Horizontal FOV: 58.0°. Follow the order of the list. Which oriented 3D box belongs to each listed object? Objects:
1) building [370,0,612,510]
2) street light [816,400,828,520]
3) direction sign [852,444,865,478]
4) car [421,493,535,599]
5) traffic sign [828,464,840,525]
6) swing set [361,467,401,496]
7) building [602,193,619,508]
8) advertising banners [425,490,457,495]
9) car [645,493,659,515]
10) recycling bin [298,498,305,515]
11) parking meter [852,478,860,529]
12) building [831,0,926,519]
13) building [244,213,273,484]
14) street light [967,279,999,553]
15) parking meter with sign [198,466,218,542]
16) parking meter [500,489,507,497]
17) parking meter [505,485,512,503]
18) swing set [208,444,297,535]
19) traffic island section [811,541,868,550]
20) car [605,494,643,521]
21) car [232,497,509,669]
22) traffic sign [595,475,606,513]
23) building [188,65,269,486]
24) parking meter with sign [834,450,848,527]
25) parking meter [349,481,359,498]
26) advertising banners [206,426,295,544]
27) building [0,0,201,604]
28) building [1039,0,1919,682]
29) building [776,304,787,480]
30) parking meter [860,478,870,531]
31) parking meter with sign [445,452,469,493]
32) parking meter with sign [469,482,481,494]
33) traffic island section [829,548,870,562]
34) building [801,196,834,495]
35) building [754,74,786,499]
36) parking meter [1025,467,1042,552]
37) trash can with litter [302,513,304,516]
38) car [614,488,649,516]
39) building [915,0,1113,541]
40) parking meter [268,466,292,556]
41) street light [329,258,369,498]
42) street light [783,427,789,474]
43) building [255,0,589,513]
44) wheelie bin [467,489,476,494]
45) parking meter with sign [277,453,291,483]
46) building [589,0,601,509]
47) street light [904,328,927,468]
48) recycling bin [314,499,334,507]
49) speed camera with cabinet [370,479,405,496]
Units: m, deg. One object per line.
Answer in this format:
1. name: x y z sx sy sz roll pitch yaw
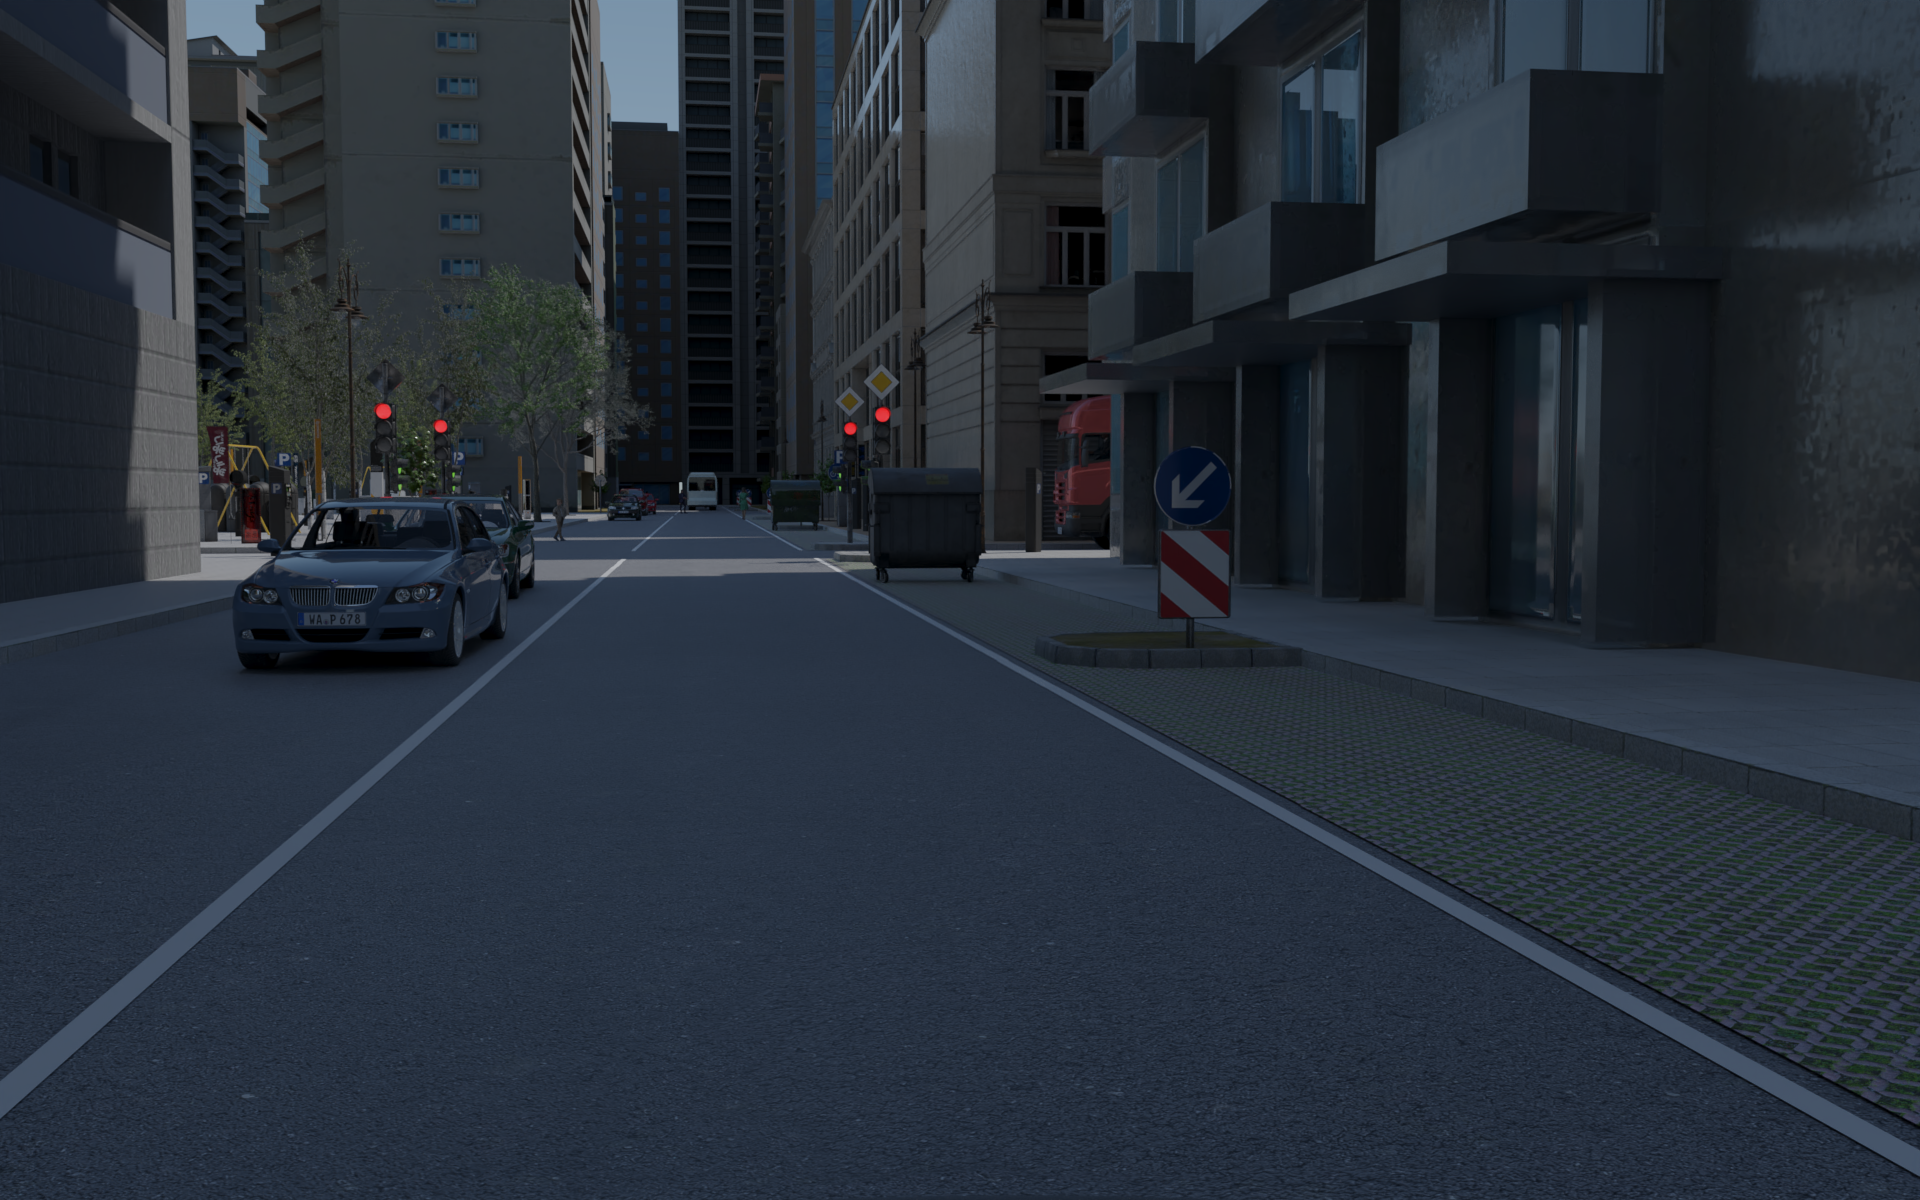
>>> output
1. building: -47.143 -33.987 179.392 21.600 48.544 21.300 -1 4 -9
2. street light: -6.686 -6.803 84.018 0.468 5.910 1.993 -1 4 -9
3. direction sign: -4.704 -5.315 78.894 0.876 3.537 0.379 -3 4 -36
4. car: -7.186 -0.807 24.994 2.131 1.459 4.920 -1 4 -10
5. traffic sign: -5.016 -4.334 70.966 0.768 2.556 0.104 0 4 -3
6. swing set: -32.818 -6.214 99.215 3.119 2.851 2.862 1 4 22
7. building: -39.054 -23.718 159.488 14.160 30.474 14.107 -1 4 -9
8. advertising banners: -18.708 -3.983 61.306 2.074 3.025 0.090 1 4 19
9. car: -22.258 -6.888 121.664 2.155 1.783 4.494 -1 4 -10
10. recycling bin: -40.558 -5.733 106.284 0.722 1.027 0.722 -1 4 -14
11. parking meter: -3.824 -3.526 63.354 0.399 1.863 0.255 2 4 33
12. building: 4.760 -17.089 83.918 19.350 26.468 34.151 -1 4 -9
13. building: -65.268 -24.997 180.407 14.107 30.474 14.160 -1 4 -9
14. street light: 0.488 -3.952 37.401 0.468 5.910 1.993 -1 4 -9
15. parking meter with sign: -20.684 -3.102 46.972 1.738 3.016 0.543 3 5 43
16. parking meter: -23.820 -5.016 90.428 0.372 1.533 0.369 0 3 0
17. parking meter: -29.665 -6.605 113.704 0.399 1.863 0.255 0 4 2
18. swing set: -23.035 -3.527 55.282 2.862 2.851 3.119 0 4 -2
19. traffic island section: -2.865 -1.417 45.454 2.009 0.180 2.903 -1 4 -9
20. car: -18.158 -5.139 93.804 2.009 1.686 4.222 -1 4 -9
21. car: -5.220 -0.233 15.810 2.014 1.417 4.499 0 4 -7
22. traffic sign: -23.994 -7.061 115.545 0.768 2.556 0.104 0 4 1
23. building: -79.444 -32.304 178.277 14.200 45.320 14.600 -1 4 -9
24. parking meter with sign: -4.615 -4.396 68.137 0.543 3.016 1.738 0 4 -8
25. parking meter: -28.070 -4.560 80.270 0.399 1.863 0.255 -2 4 -31
26. advertising banners: -18.332 -2.973 44.793 2.074 3.025 0.090 -2 4 -27
27. building: -25.639 -29.244 20.147 28.212 58.520 21.231 -1 4 -9
28. building: 14.364 -24.635 22.392 23.786 49.044 30.456 -1 4 -9
29. building: -1.790 -18.892 153.926 27.650 21.520 28.899 -1 4 -9
30. parking meter: -3.133 -3.297 59.624 0.399 1.863 0.255 -3 5 -45
31. parking meter with sign: -20.620 -4.529 70.309 0.543 3.016 1.738 0 4 4
32. parking meter with sign: -31.228 -7.048 111.495 1.738 3.016 0.543 -2 4 -33
33. traffic island section: -1.674 -0.934 37.558 2.009 0.180 2.903 -1 4 -9
34. building: -3.696 -16.790 110.675 11.583 22.565 21.152 -1 4 -9
35. building: -10.123 -32.202 181.119 22.147 44.769 28.867 -1 4 -9
36. parking meter: 1.624 -1.988 38.213 0.255 1.863 0.399 2 4 25
37. trash can with litter: -38.655 -5.666 103.693 2.233 1.210 1.678 -1 4 -11
38. car: -21.772 -6.498 114.915 2.281 1.827 5.304 -1 4 -8
39. building: 13.917 -13.596 55.573 30.059 22.955 16.112 -1 4 -9
40. parking meter: -14.034 -1.839 35.780 0.399 1.863 0.255 0 4 6
41. street light: -11.985 -3.750 34.103 0.468 5.910 1.993 -1 4 -9
42. street light: -12.036 -8.979 119.601 0.468 5.910 1.993 -1 4 -9
43. building: -38.391 -30.737 126.248 21.300 48.544 21.600 -1 4 -9
44. wheelie bin: -29.269 -5.848 103.524 0.693 1.594 0.980 -1 4 -19
45. parking meter with sign: -28.355 -4.677 72.732 0.543 3.016 1.738 -1 4 -21
46. building: -37.272 -30.254 144.768 14.600 45.320 14.200 -1 4 -9
47. street light: -1.252 -4.627 48.447 0.468 5.910 1.993 -1 4 -9
48. recycling bin: -32.340 -4.617 88.039 0.722 1.027 0.722 3 4 37
49. speed camera with cabinet: -33.707 -6.586 102.011 2.038 3.252 0.660 1 4 17
